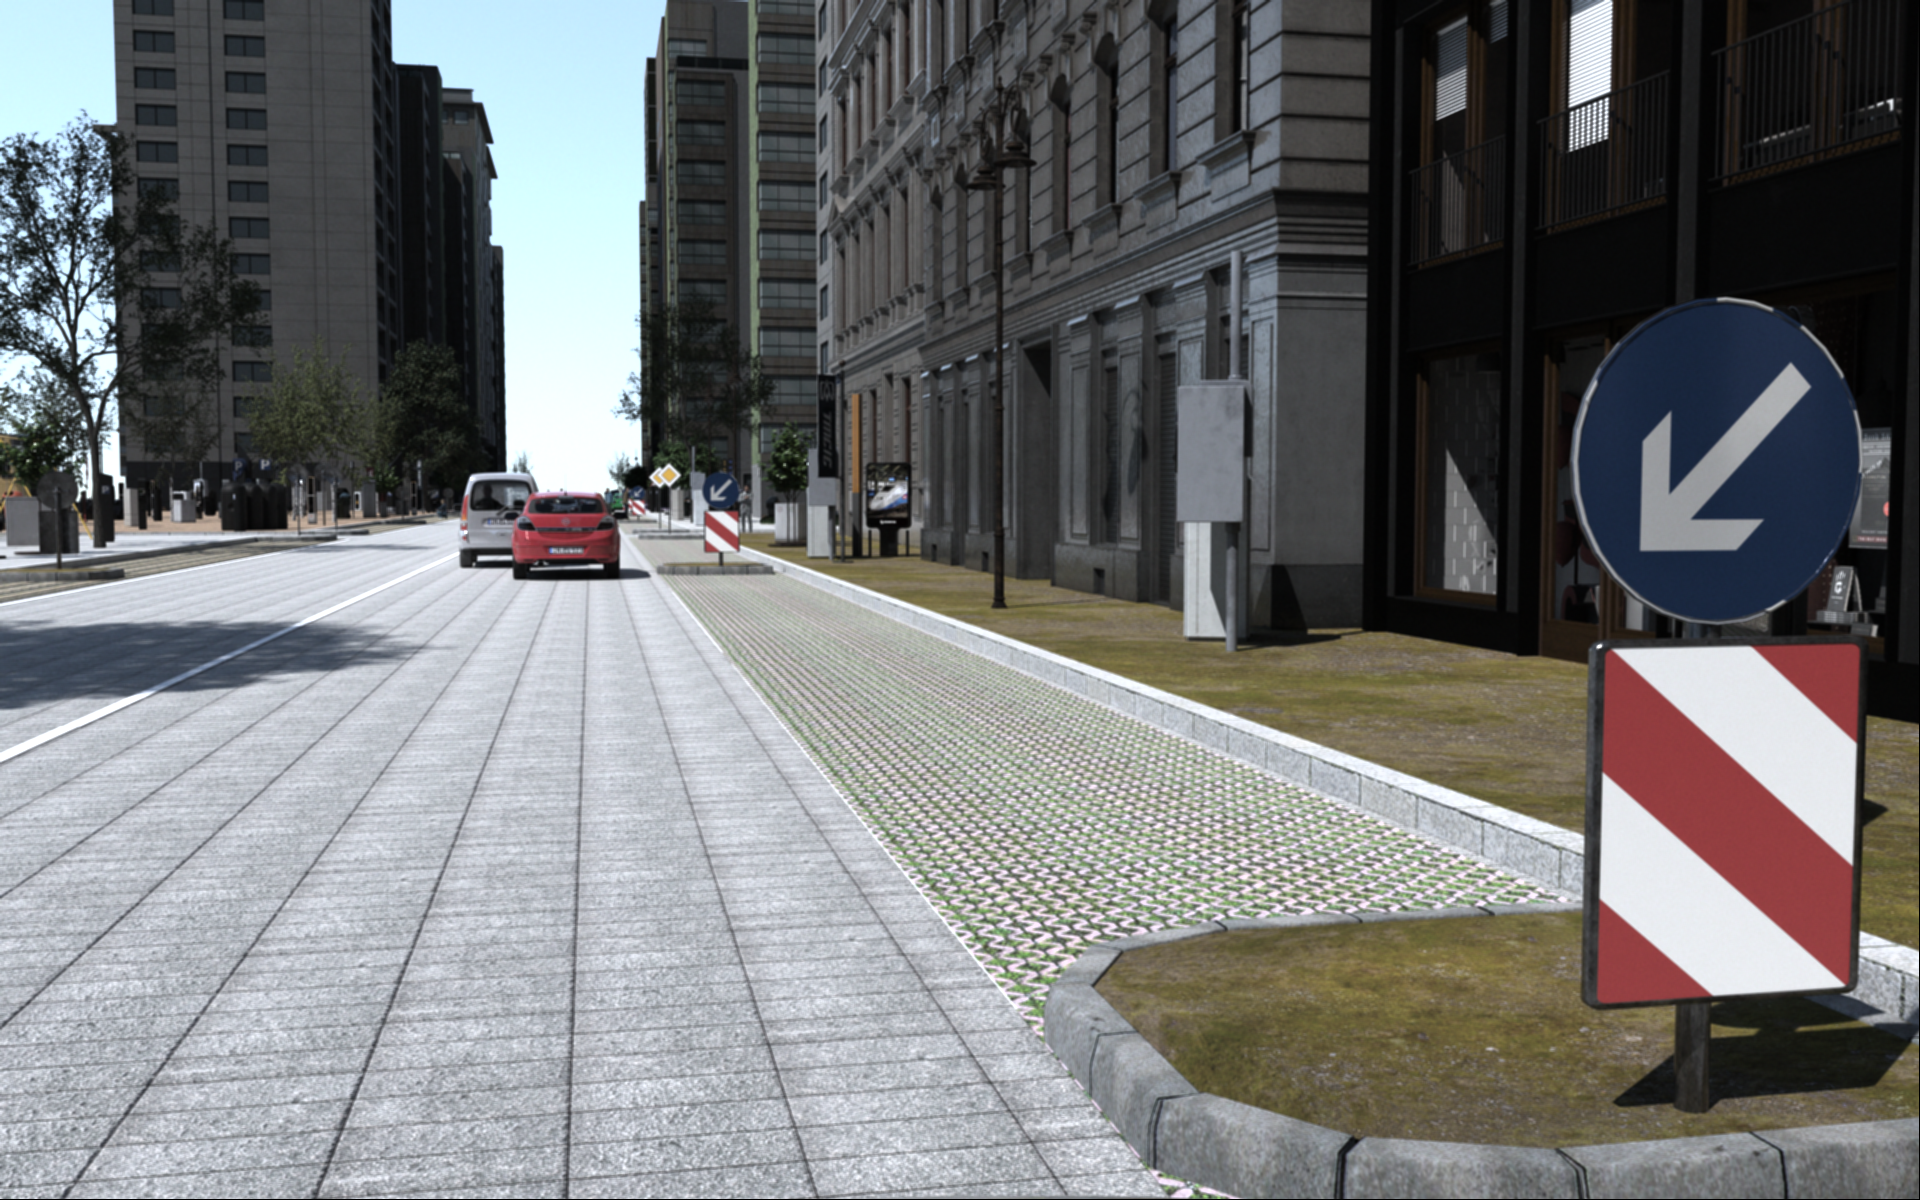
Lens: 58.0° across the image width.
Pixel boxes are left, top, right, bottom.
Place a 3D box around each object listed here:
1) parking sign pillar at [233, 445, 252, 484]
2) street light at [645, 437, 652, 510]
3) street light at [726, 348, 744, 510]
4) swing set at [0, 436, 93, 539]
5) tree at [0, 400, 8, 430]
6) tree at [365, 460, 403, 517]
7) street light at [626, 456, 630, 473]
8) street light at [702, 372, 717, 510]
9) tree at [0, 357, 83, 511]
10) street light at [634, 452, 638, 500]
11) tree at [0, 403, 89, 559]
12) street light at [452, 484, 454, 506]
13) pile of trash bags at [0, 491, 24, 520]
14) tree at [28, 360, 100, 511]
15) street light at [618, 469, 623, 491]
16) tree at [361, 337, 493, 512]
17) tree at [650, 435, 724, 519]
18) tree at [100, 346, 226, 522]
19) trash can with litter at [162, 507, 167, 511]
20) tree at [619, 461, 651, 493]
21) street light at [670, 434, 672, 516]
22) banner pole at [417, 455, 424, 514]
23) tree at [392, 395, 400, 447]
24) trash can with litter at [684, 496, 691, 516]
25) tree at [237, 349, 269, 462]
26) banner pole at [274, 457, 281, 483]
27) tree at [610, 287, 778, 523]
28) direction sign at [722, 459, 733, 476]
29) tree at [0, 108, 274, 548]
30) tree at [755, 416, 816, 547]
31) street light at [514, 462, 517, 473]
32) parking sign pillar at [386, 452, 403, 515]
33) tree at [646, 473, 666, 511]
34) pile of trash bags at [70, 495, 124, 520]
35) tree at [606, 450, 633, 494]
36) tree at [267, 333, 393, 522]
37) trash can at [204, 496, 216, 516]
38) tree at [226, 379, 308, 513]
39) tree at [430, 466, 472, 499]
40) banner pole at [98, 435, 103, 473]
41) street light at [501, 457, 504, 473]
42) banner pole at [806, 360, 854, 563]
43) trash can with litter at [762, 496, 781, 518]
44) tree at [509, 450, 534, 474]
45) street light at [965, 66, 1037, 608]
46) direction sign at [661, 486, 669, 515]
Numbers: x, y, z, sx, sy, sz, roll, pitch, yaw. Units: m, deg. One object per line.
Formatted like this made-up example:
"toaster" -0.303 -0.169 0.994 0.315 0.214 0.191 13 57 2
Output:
"parking sign pillar" -38.997 -6.463 94.150 1.447 3.967 1.447 3 5 41
"street light" -25.539 -10.325 141.599 0.468 5.910 1.993 -1 4 -12
"street light" -7.139 -5.028 54.992 0.468 5.910 1.993 -1 4 -12
"swing set" -25.943 -3.059 47.632 2.862 2.851 3.119 0 4 -8
"tree" -61.435 -9.600 107.328 4.360 8.622 3.978 0 3 0
"tree" -32.765 -6.294 97.508 1.663 3.219 1.824 0 3 0
"street light" -42.851 -15.314 223.164 0.468 5.910 1.993 -1 4 -12
"street light" -9.453 -5.666 65.422 0.468 5.910 1.993 -1 4 -12
"tree" -49.273 -8.758 93.557 4.737 8.622 4.395 0 3 0
"street light" -32.991 -12.463 176.564 0.468 5.910 1.993 -1 4 -12
"tree" -19.464 -2.587 36.892 1.663 3.219 1.824 0 3 0
"street light" -40.238 -10.065 137.348 0.468 5.910 1.993 -1 4 -12
"pile of trash bags" -28.760 -2.501 50.651 3.447 1.369 1.912 1 4 17
"tree" -45.690 -8.512 89.539 4.360 8.622 3.978 0 3 0
"street light" -50.345 -17.452 258.120 0.468 5.910 1.993 -1 4 -12
"tree" -38.889 -12.799 126.274 9.611 12.733 9.660 0 3 0
"tree" -14.698 -6.849 95.695 4.285 4.588 4.351 0 3 0
"tree" -36.770 -7.930 80.022 4.360 8.622 3.978 0 3 0
"trash can with litter" -59.934 -7.247 129.874 1.055 1.170 0.624 -1 4 -18
"tree" -31.858 -11.506 171.830 4.285 4.588 4.351 0 3 0
"street light" -16.833 -7.849 101.121 0.468 5.910 1.993 -1 4 -12
"banner pole" -34.314 -7.353 110.232 0.863 3.779 0.401 3 5 42
"tree" -39.741 -10.224 117.518 4.737 8.622 4.395 0 3 0
"trash can with litter" -15.803 -5.315 98.287 1.055 1.170 0.624 0 4 -2
"tree" -32.681 -8.180 84.100 4.737 8.622 4.395 0 3 0
"banner pole" -41.936 -7.130 106.585 0.401 3.779 0.863 1 4 9
"tree" -11.759 -8.740 77.319 8.767 10.594 7.601 1 4 17
"direction sign" -14.866 -7.260 110.705 0.876 3.537 0.379 2 4 35
"tree" -20.560 -6.543 41.389 8.767 10.594 7.601 0 4 -7
"tree" -4.281 -3.063 44.688 1.663 3.219 1.824 0 3 0
"street light" -64.795 -17.111 252.559 0.468 5.910 1.993 -1 4 -12
"parking sign pillar" -35.638 -7.382 109.168 1.447 3.967 1.447 1 4 13
"tree" -23.119 -8.382 131.653 1.663 3.219 1.824 0 3 0
"pile of trash bags" -41.860 -4.653 85.833 3.447 1.369 1.912 1 4 17
"tree" -56.137 -20.514 285.772 4.360 8.622 3.978 0 3 0
"tree" -28.542 -7.852 78.739 4.737 8.622 4.395 0 3 0
"trash can" -44.236 -5.536 102.165 0.748 1.137 0.748 0 3 0
"tree" -43.875 -9.785 110.343 4.360 8.622 3.978 0 3 0
"tree" -41.285 -9.608 140.805 4.285 4.588 4.351 0 3 0
"banner pole" -36.530 -5.108 73.535 0.401 3.779 0.863 0 4 -3
"street light" -57.435 -14.972 217.575 0.468 5.910 1.993 -1 4 -12
"banner pole" -2.346 -2.577 32.156 0.401 3.779 0.863 3 5 41
"trash can with litter" -8.884 -4.270 81.196 0.624 1.170 1.055 2 4 26
"tree" -71.225 -20.240 281.284 4.360 8.622 3.978 0 3 0
"street light" 0.441 -2.846 19.323 0.468 5.910 1.993 -1 4 -12
"direction sign" -20.833 -7.914 121.396 0.379 3.537 0.876 -2 4 -28
